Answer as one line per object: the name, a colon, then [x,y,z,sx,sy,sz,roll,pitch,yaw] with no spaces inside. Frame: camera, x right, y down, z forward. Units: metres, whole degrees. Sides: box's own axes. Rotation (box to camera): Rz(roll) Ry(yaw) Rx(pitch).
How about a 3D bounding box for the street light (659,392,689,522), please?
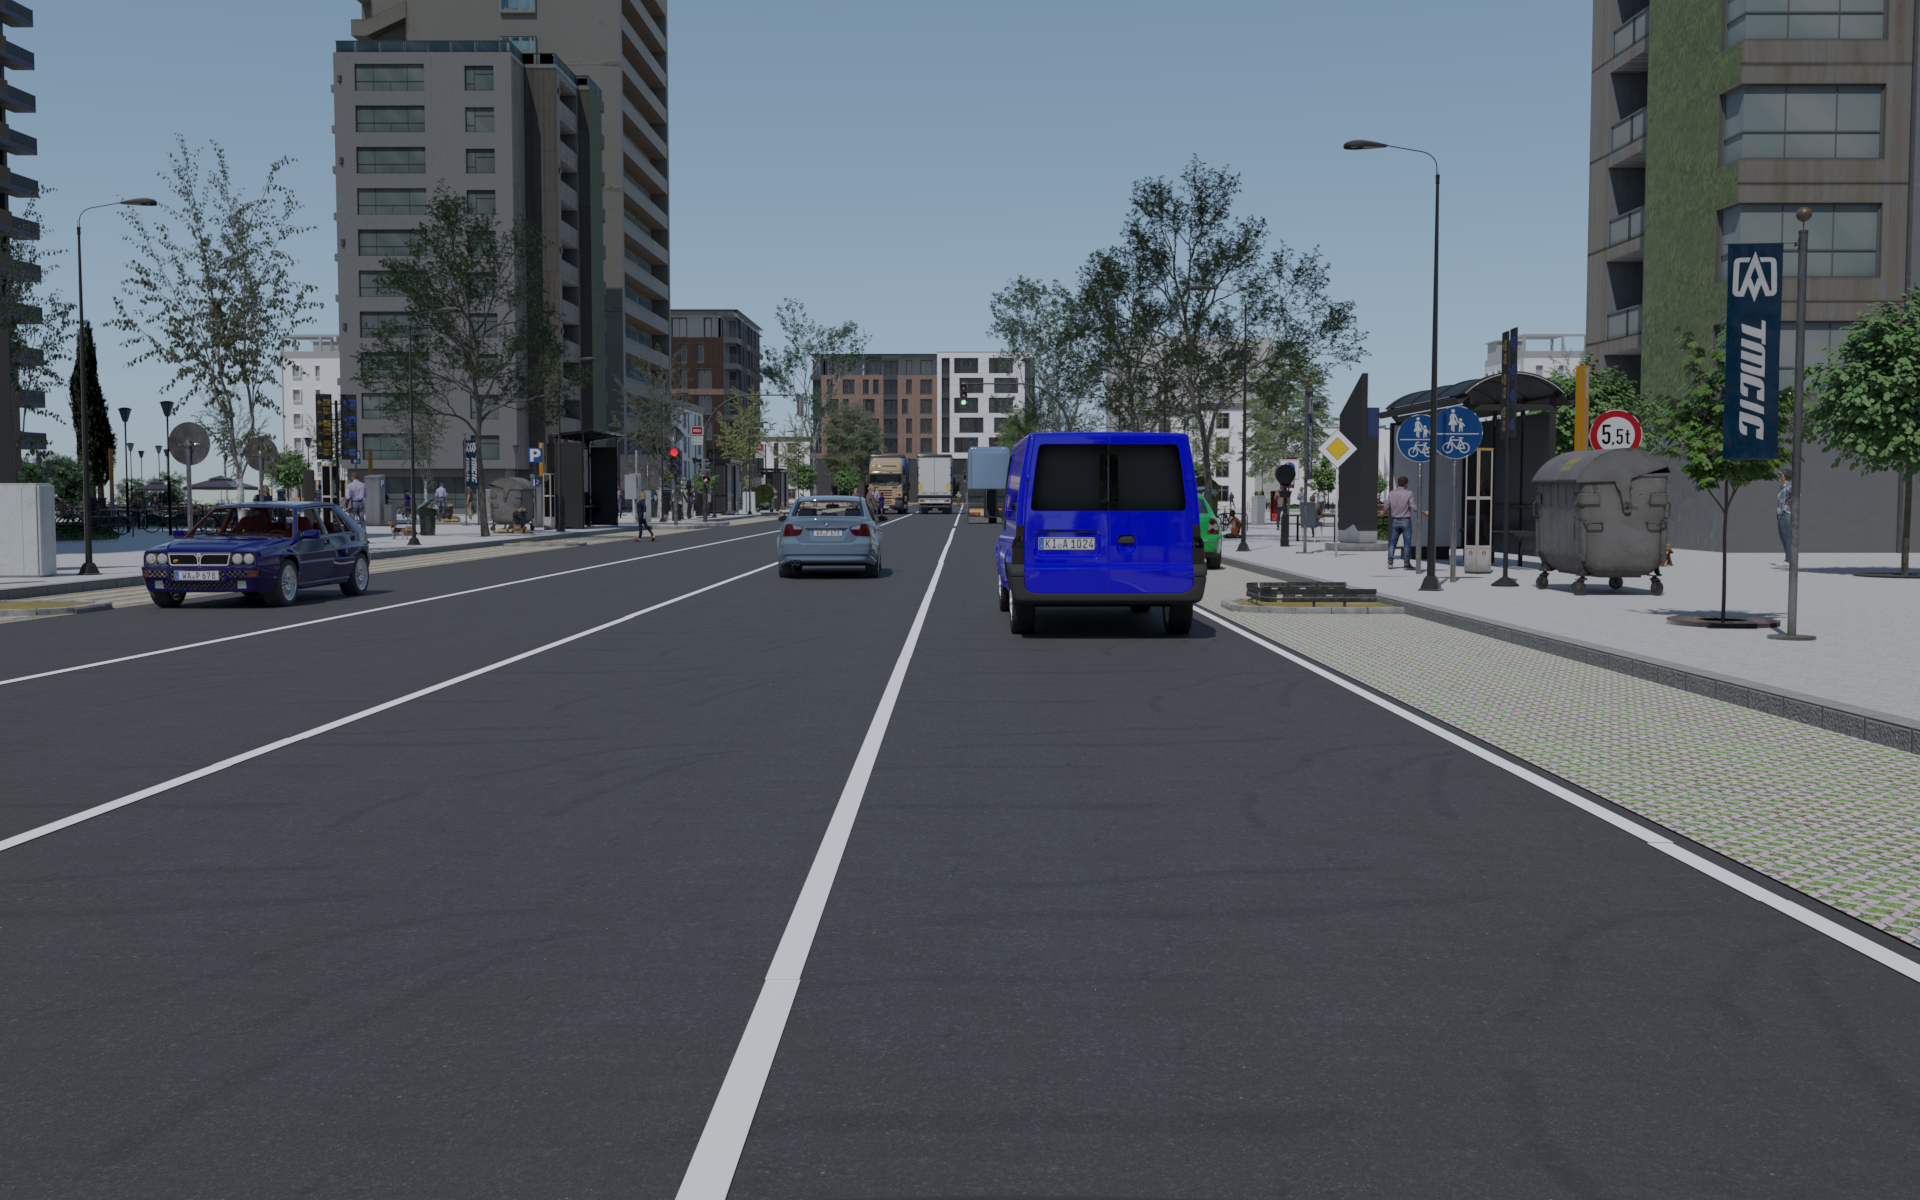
street light: [-13.010,-6.494,78.722,1.470,5.913,1.316,0,4,0]

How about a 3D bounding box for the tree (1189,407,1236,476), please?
tree: [20.693,-11.822,143.647,4.737,8.622,4.395,0,3,0]

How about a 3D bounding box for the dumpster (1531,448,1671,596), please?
dumpster: [8.330,-1.025,22.526,1.264,1.857,1.865,0,4,0]

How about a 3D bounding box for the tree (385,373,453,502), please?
tree: [-31.475,-9.228,101.240,4.360,8.622,3.978,0,3,0]

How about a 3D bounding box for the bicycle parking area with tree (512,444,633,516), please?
bicycle parking area with tree: [-23.545,-6.974,101.028,8.231,4.147,9.016,2,4,33]

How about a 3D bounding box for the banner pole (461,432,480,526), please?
banner pole: [-20.033,-4.965,71.189,0.863,3.779,0.401,-3,5,-39]

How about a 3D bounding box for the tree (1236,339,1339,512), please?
tree: [23.963,-12.734,126.335,7.486,12.596,7.792,0,3,0]

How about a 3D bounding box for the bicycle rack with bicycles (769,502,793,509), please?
bicycle rack with bicycles: [-15.618,-8.211,147.629,2.925,0.926,2.852,0,4,-7]

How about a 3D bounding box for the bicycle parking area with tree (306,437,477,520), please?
bicycle parking area with tree: [-30.408,-6.159,87.699,8.231,4.147,9.016,1,4,10]

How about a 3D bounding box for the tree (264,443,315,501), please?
tree: [-43.347,-7.826,111.667,4.285,4.588,4.351,0,3,0]

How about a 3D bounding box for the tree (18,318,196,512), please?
tree: [-68.392,-14.190,133.831,13.155,14.587,18.604,0,4,1]

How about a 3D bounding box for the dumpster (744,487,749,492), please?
dumpster: [-15.971,-8.098,134.890,1.502,2.255,1.985,0,4,0]

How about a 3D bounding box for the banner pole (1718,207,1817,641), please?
banner pole: [7.130,-1.543,15.242,0.863,3.779,0.401,0,4,7]

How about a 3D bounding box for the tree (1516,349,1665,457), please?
tree: [14.281,-3.417,39.578,4.285,4.588,4.351,0,3,0]

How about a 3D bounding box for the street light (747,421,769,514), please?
street light: [-12.926,-8.455,110.775,1.470,5.913,1.316,0,4,0]

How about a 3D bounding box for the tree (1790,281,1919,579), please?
tree: [14.685,-2.628,26.675,4.285,4.588,4.351,0,3,0]

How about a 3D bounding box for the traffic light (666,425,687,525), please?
traffic light: [-11.623,-5.010,70.840,0.839,4.253,0.868,0,4,0]

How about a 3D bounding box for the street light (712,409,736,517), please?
street light: [-12.961,-7.492,95.040,1.470,5.913,1.316,0,4,0]

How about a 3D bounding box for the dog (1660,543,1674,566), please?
dog: [12.451,-0.801,30.830,0.748,0.427,0.550,0,4,-7]

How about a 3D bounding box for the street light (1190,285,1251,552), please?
street light: [5.801,-4.040,38.598,1.470,5.913,1.316,0,4,0]

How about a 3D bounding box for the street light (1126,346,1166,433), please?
street light: [5.893,-5.011,54.476,1.470,5.913,1.316,0,4,0]

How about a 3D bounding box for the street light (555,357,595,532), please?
street light: [-13.085,-5.284,58.937,1.470,5.913,1.316,0,4,0]

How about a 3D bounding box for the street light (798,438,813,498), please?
street light: [-12.779,-10.412,142.771,1.470,5.913,1.316,0,4,0]

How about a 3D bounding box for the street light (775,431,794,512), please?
street light: [-12.823,-9.426,126.654,1.470,5.913,1.316,0,4,0]

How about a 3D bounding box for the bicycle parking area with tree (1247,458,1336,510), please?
bicycle parking area with tree: [26.596,-9.199,137.413,8.231,4.147,9.016,1,4,17]

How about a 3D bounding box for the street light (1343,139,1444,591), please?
street light: [5.721,-3.078,22.865,1.470,5.913,1.316,0,4,0]

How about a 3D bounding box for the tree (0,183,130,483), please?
tree: [-21.324,-5.379,38.307,4.360,8.622,3.978,0,3,0]

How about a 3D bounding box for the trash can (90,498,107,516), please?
trash can: [-35.066,-3.597,70.470,0.748,1.137,0.748,0,3,0]

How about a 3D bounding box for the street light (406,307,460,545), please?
street light: [-13.134,-4.322,43.203,1.470,5.913,1.316,0,4,0]

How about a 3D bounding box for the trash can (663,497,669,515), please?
trash can: [-16.631,-5.226,97.101,0.748,1.137,0.748,0,3,0]

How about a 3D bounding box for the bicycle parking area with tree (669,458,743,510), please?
bicycle parking area with tree: [-20.685,-9.297,139.008,9.016,4.147,8.231,1,4,15]

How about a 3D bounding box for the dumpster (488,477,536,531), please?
dumpster: [-15.514,-3.317,59.992,1.264,1.857,1.865,0,4,0]

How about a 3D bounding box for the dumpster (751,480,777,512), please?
dumpster: [-13.775,-7.334,122.410,1.502,2.255,1.985,0,4,0]

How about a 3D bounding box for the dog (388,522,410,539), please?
dog: [-15.858,-1.963,48.931,0.540,0.507,0.406,-2,4,-27]

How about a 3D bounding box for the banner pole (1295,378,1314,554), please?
banner pole: [7.460,-2.880,37.097,0.401,3.779,0.863,0,4,-1]

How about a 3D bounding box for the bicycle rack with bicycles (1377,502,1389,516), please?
bicycle rack with bicycles: [19.995,-4.056,79.701,2.925,0.926,2.852,-2,4,-31]

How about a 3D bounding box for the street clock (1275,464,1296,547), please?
street clock: [7.907,-2.297,42.126,0.471,2.002,0.358,0,3,0]

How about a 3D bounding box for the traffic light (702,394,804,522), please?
traffic light: [-9.498,-6.372,78.851,4.771,5.953,1.251,0,4,0]

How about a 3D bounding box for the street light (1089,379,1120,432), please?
street light: [5.921,-5.981,70.327,1.470,5.913,1.316,0,4,0]

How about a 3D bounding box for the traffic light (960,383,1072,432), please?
traffic light: [2.366,-5.871,70.657,4.771,5.953,1.251,0,4,0]

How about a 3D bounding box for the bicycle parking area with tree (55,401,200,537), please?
bicycle parking area with tree: [-26.171,-4.182,55.375,9.016,4.147,8.231,-2,4,-25]

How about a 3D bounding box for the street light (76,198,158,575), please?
street light: [-13.278,-3.349,27.300,1.470,5.913,1.316,0,4,0]

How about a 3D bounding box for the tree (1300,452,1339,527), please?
tree: [14.355,-4.509,68.322,1.663,3.219,1.824,0,3,0]

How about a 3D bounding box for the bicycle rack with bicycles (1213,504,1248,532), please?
bicycle rack with bicycles: [8.761,-2.873,60.352,2.852,0.926,2.925,-1,4,-18]

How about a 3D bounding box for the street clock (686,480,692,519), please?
street clock: [-14.034,-5.208,89.725,0.358,2.002,0.471,0,4,-5]
